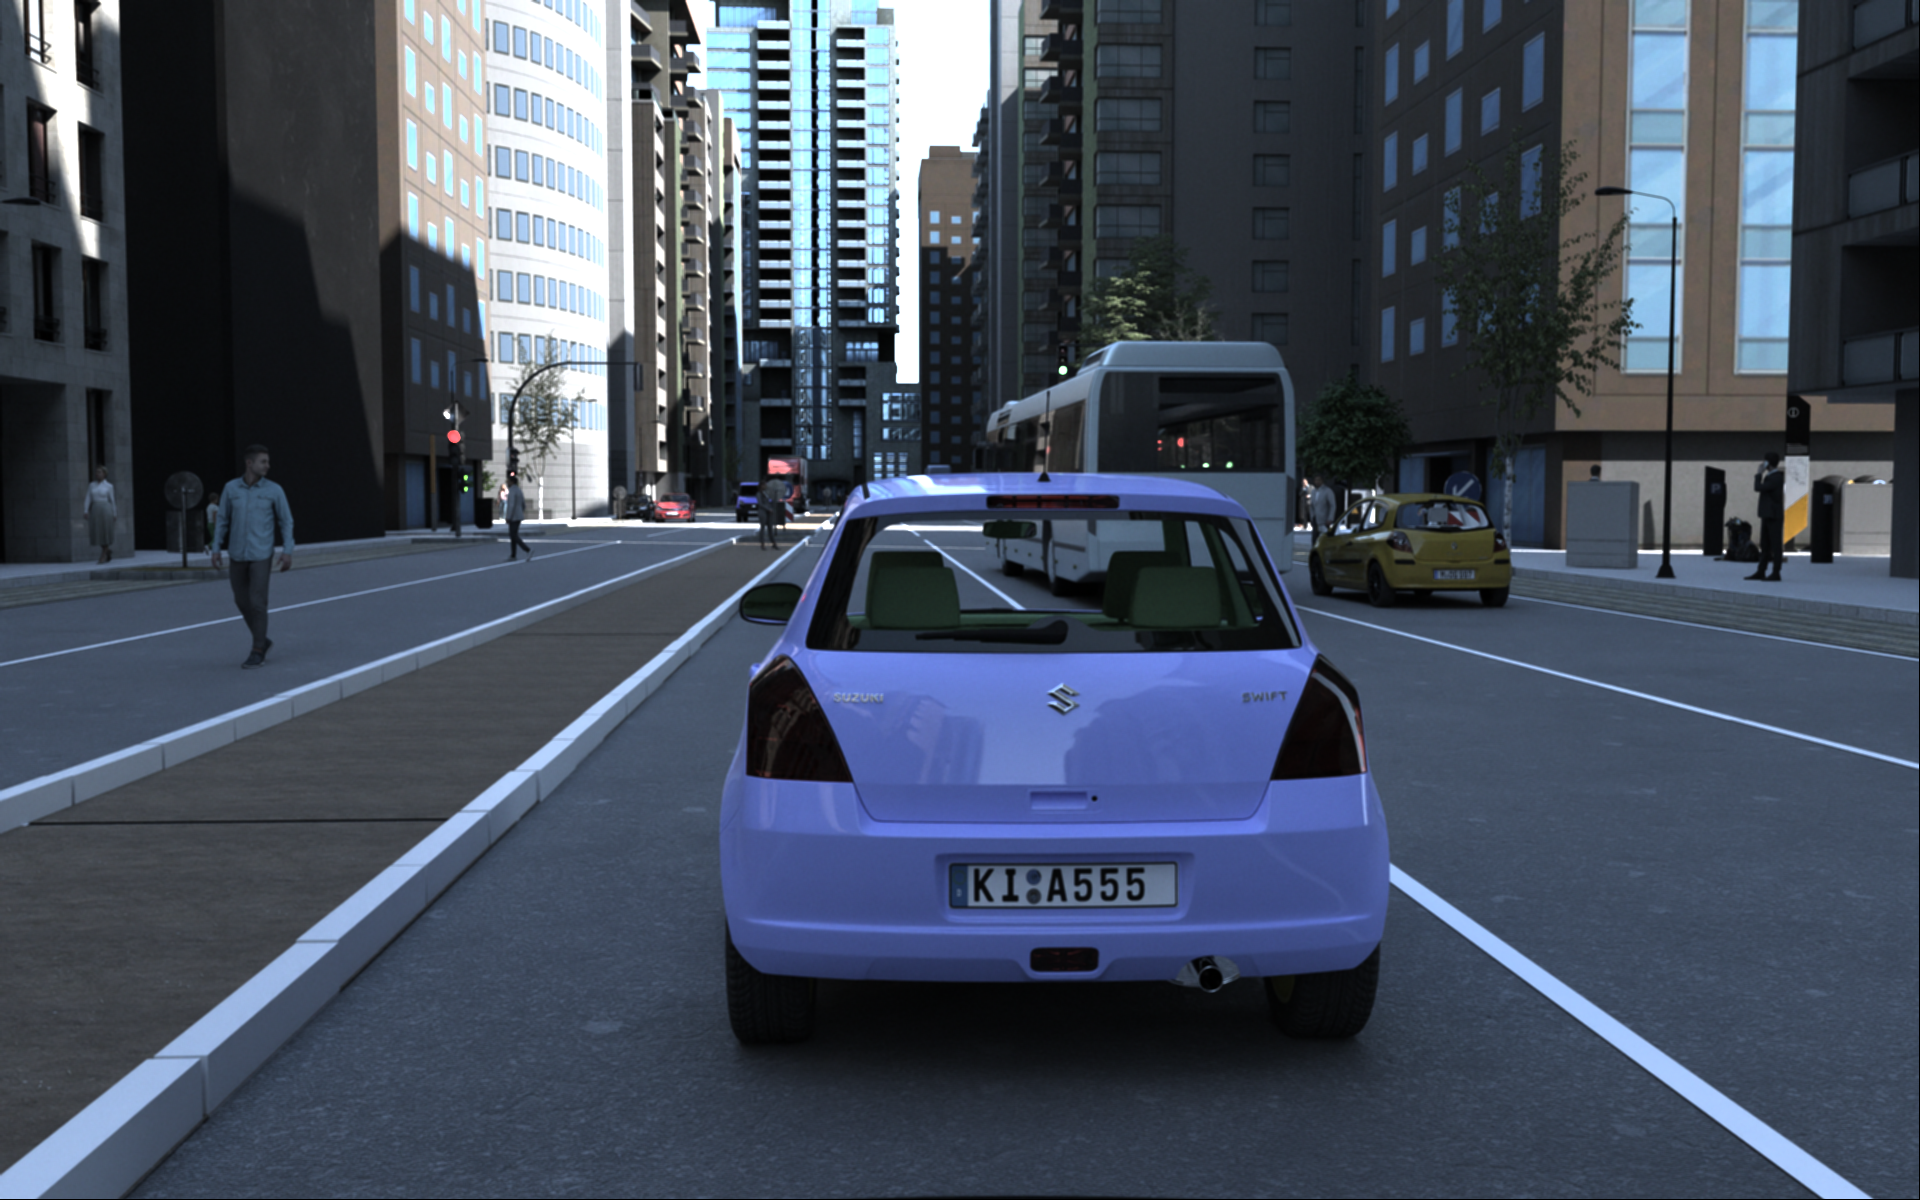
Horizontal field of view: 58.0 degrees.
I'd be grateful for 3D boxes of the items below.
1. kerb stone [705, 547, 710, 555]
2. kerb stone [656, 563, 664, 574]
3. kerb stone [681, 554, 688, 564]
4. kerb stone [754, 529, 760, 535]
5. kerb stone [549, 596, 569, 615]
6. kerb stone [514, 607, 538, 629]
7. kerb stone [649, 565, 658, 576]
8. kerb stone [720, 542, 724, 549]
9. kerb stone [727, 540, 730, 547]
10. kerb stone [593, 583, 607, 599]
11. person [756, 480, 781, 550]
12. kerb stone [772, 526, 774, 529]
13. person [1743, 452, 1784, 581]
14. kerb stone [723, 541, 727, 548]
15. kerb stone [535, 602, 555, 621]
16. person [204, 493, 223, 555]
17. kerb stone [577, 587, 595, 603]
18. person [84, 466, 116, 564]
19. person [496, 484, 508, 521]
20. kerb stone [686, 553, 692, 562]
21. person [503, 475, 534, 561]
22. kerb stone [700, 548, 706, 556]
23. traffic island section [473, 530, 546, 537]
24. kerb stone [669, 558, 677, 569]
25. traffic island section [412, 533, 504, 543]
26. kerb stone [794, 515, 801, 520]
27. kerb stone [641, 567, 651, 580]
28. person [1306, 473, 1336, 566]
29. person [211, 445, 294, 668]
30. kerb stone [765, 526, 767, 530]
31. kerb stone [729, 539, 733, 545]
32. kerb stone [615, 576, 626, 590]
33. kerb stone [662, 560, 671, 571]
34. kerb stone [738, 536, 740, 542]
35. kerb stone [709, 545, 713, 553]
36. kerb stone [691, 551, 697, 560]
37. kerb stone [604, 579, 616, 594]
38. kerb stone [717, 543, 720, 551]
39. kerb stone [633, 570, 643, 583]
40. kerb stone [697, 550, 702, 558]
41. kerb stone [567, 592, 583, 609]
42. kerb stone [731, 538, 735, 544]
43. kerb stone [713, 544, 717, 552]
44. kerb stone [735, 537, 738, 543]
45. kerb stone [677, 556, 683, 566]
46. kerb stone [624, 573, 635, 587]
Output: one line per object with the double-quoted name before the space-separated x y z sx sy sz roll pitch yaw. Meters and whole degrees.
"kerb stone" -5.971 -1.099 40.171 0.120 0.150 1.000 0 4 -3
"kerb stone" -5.453 -0.535 30.962 0.120 0.150 1.000 0 4 -3
"kerb stone" -5.678 -0.782 35.060 0.120 0.150 1.000 0 4 -3
"kerb stone" -7.241 -2.446 62.189 0.120 0.150 1.000 0 4 -3
"kerb stone" -4.851 0.091 20.725 0.120 0.150 1.000 0 4 -3
"kerb stone" -4.728 0.215 18.674 0.120 0.150 1.000 0 4 -3
"kerb stone" -5.388 -0.473 29.935 0.120 0.150 1.000 0 4 -3
"kerb stone" -6.204 -1.351 44.284 0.120 0.150 1.000 0 4 -3
"kerb stone" -6.321 -1.476 46.329 0.120 0.150 1.000 0 4 -3
"kerb stone" -5.023 -0.098 23.798 0.120 0.150 1.000 0 4 -3
"person" -4.879 -2.162 44.115 0.573 1.790 0.520 0 4 5
"kerb stone" -7.653 -2.885 69.371 0.120 0.150 1.000 0 4 -3
"person" 11.914 -1.235 25.590 0.474 1.900 0.648 1 4 14
"kerb stone" -6.264 -1.412 45.307 0.120 0.150 1.000 0 4 -3
"kerb stone" -4.789 0.153 19.699 0.120 0.150 1.000 0 4 -3
"person" -15.633 -1.585 36.213 0.306 1.304 0.590 1 4 14
"kerb stone" -4.974 -0.035 22.773 0.120 0.150 1.000 0 4 -3
"person" -15.830 -1.572 31.974 0.478 1.798 0.641 0 4 5
"person" -21.457 -4.560 81.186 0.593 1.750 0.643 0 4 -5
"kerb stone" -5.741 -0.846 36.080 0.120 0.150 1.000 0 4 -3
"person" -9.419 -1.750 36.953 0.795 1.843 0.661 1 4 10
"kerb stone" -5.914 -1.037 39.151 0.120 0.150 1.000 0 4 -3
"traffic island section" -15.446 -2.285 59.641 2.009 0.180 2.903 0 4 -3
"kerb stone" -5.563 -0.659 33.013 0.120 0.150 1.000 0 4 -3
"traffic island section" -14.987 -1.797 51.669 2.009 0.180 2.903 0 4 -3
"kerb stone" -9.480 -4.827 101.126 0.120 0.150 1.000 0 4 -3
"kerb stone" -5.326 -0.411 28.915 0.120 0.150 1.000 0 4 -3
"person" 7.246 -1.599 34.490 0.795 1.843 0.661 -2 4 -33
"person" -5.876 -0.377 14.532 0.638 1.841 0.748 0 4 6
"kerb stone" -7.355 -2.572 64.240 0.120 0.150 1.000 0 4 -3
"kerb stone" -6.380 -1.537 47.350 0.120 0.150 1.000 0 4 -3
"kerb stone" -5.150 -0.222 25.838 0.120 0.150 1.000 0 4 -3
"kerb stone" -5.507 -0.594 31.988 0.120 0.150 1.000 0 4 -3
"kerb stone" -6.569 -1.724 50.425 0.120 0.150 1.000 0 4 -3
"kerb stone" -6.030 -1.162 41.197 0.120 0.150 1.000 0 4 -3
"kerb stone" -5.797 -0.910 37.101 0.120 0.150 1.000 0 4 -3
"kerb stone" -5.091 -0.160 24.817 0.120 0.150 1.000 0 4 -3
"kerb stone" -6.151 -1.288 43.259 0.120 0.150 1.000 0 4 -3
"kerb stone" -5.262 -0.348 27.888 0.120 0.150 1.000 0 4 -3
"kerb stone" -5.853 -0.974 38.130 0.120 0.150 1.000 0 4 -3
"kerb stone" -4.908 0.031 21.754 0.120 0.150 1.000 0 4 -3
"kerb stone" -6.443 -1.593 48.370 0.120 0.150 1.000 0 4 -3
"kerb stone" -6.082 -1.225 42.220 0.120 0.150 1.000 0 4 -3
"kerb stone" -6.506 -1.661 49.397 0.120 0.150 1.000 0 4 -3
"kerb stone" -5.615 -0.718 34.038 0.120 0.150 1.000 0 4 -3
"kerb stone" -5.202 -0.286 26.866 0.120 0.150 1.000 0 4 -3
